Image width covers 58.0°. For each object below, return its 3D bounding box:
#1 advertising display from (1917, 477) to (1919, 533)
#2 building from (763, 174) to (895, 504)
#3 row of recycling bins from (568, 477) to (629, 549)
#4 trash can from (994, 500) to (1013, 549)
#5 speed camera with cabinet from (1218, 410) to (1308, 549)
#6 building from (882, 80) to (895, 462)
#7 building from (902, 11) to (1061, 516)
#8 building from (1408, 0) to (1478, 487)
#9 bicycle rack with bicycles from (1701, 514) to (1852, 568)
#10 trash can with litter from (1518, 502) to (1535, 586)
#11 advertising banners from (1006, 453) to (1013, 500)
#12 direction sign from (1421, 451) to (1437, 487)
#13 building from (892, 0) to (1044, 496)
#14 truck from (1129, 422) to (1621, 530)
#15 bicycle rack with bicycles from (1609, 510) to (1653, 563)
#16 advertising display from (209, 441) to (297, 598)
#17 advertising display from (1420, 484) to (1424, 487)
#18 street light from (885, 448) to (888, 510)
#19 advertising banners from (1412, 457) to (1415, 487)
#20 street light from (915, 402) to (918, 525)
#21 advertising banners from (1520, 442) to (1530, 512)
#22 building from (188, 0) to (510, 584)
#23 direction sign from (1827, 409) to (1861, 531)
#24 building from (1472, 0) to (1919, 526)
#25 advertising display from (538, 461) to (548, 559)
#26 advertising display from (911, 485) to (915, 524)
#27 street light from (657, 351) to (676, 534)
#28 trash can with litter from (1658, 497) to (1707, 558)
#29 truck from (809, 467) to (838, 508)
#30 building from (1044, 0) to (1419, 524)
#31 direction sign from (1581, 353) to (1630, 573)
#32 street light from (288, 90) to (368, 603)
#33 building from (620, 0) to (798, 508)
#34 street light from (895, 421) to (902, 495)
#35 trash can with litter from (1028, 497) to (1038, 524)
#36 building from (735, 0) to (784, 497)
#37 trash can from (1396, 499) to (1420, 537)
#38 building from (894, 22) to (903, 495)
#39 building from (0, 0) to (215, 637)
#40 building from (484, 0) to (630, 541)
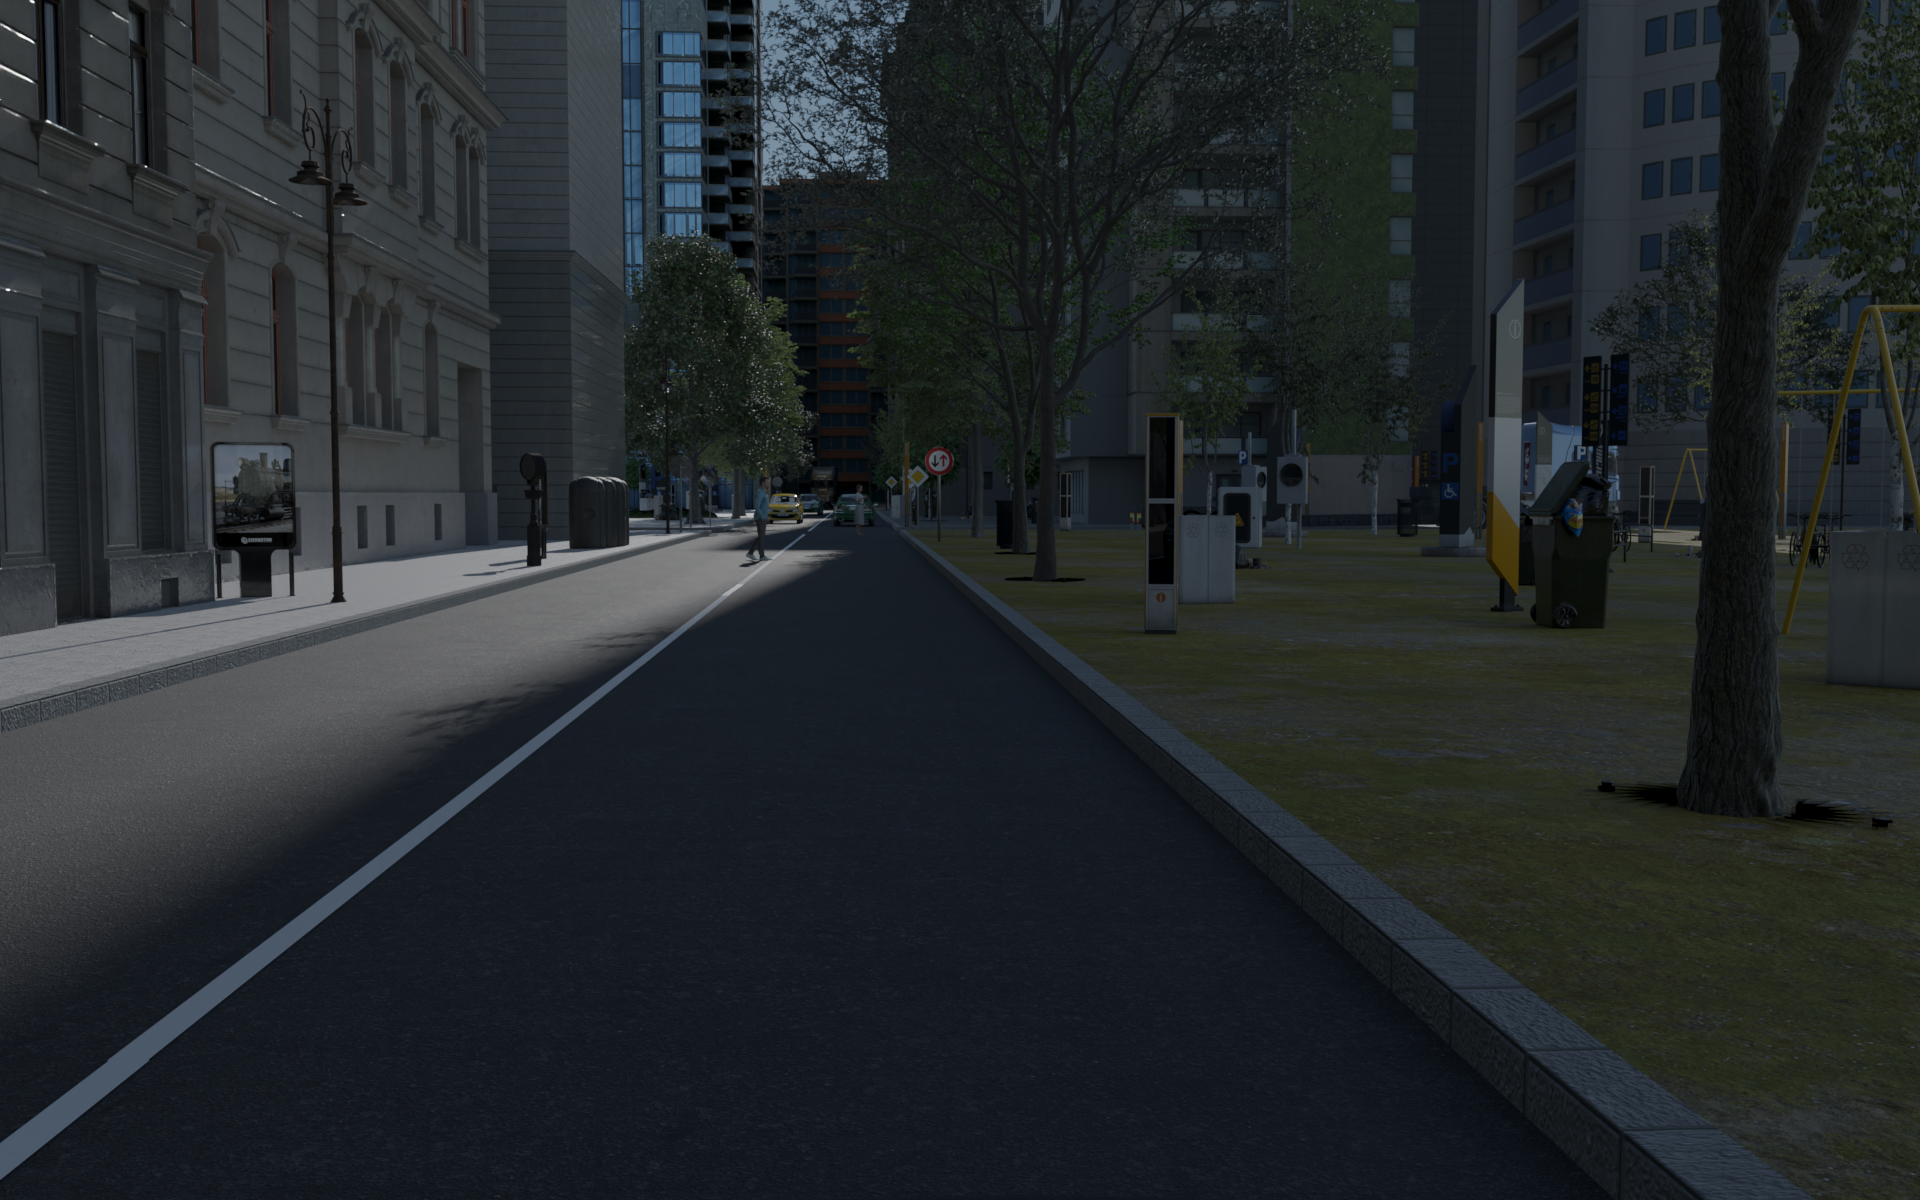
[{"bbox_3d":[26.974,-2.623,48.094,0.974,1.923,0.123,-1,4,-15],"label":"advertising display"},{"bbox_3d":[-16.731,-35.677,237.947,28.867,44.769,22.147,0,4,-3],"label":"building"},{"bbox_3d":[-8.726,-2.144,42.163,1.069,1.692,3.534,0,4,1],"label":"row of recycling bins"},{"bbox_3d":[1.158,-1.768,40.561,0.748,1.137,0.748,0,3,0],"label":"trash can"},{"bbox_3d":[7.127,-2.838,40.744,2.038,3.252,0.660,1,4,16],"label":"speed camera with cabinet"},{"bbox_3d":[5.094,-37.640,204.645,28.713,52.752,27.495,0,4,-3],"label":"building"},{"bbox_3d":[3.368,-20.570,108.014,14.160,30.474,14.107,0,4,-3],"label":"building"},{"bbox_3d":[55.256,-47.232,210.491,20.611,71.187,20.563,0,4,-3],"label":"building"},{"bbox_3d":[14.955,-1.112,31.559,2.852,0.926,2.925,3,5,44],"label":"bicycle rack with bicycles"},{"bbox_3d":[8.242,-0.789,24.293,1.055,1.170,0.624,2,4,32],"label":"trash can with litter"},{"bbox_3d":[2.312,-4.785,74.419,0.090,3.025,2.074,1,4,20],"label":"advertising banners"},{"bbox_3d":[24.572,-6.041,90.763,0.876,3.537,0.379,-1,4,-11],"label":"direction sign"},{"bbox_3d":[3.228,-45.362,179.921,20.563,71.187,20.611,0,4,-3],"label":"building"},{"bbox_3d":[15.799,-4.577,64.588,18.799,4.110,2.967,0,4,-5],"label":"truck"},{"bbox_3d":[11.067,-1.142,32.060,2.852,0.926,2.925,2,4,31],"label":"bicycle rack with bicycles"},{"bbox_3d":[-8.765,-0.996,21.504,0.974,1.923,0.123,-2,4,-32],"label":"advertising display"},{"bbox_3d":[30.921,-6.777,116.016,0.123,1.923,0.974,0,4,8],"label":"advertising display"},{"bbox_3d":[-6.074,-10.402,142.865,0.468,5.910,1.993,0,4,-3],"label":"street light"},{"bbox_3d":[21.768,-5.187,80.998,2.074,3.025,0.090,1,4,15],"label":"advertising banners"},{"bbox_3d":[-1.797,-6.025,71.302,0.468,5.910,1.993,0,4,-3],"label":"street light"},{"bbox_3d":[18.911,-3.825,58.729,0.090,3.025,2.074,0,4,-3],"label":"advertising banners"},{"bbox_3d":[-17.322,-14.950,31.826,14.401,28.519,23.554,0,4,-3],"label":"building"},{"bbox_3d":[23.577,-3.319,46.265,0.379,3.537,0.876,-3,4,-36],"label":"direction sign"},{"bbox_3d":[40.343,-32.799,78.259,28.212,58.520,21.231,0,4,-3],"label":"building"},{"bbox_3d":[-8.350,-1.801,34.664,0.123,1.923,0.974,-1,4,-17],"label":"advertising display"},{"bbox_3d":[-1.930,-4.189,73.711,0.123,1.923,0.974,-1,4,-13],"label":"advertising display"},{"bbox_3d":[-9.468,-5.088,55.973,0.468,5.910,1.993,0,4,-3],"label":"street light"},{"bbox_3d":[15.077,-1.483,35.313,1.678,1.210,2.233,2,4,26],"label":"trash can with litter"},{"bbox_3d":[-14.267,-11.823,182.226,2.839,4.237,11.283,0,4,-2],"label":"truck"},{"bbox_3d":[11.278,-24.031,76.509,14.086,41.232,14.154,0,4,-3],"label":"building"},{"bbox_3d":[10.530,-2.221,28.314,0.379,3.537,0.876,-2,4,-32],"label":"direction sign"},{"bbox_3d":[-7.382,-2.912,20.392,0.468,5.910,1.993,0,4,-3],"label":"street light"},{"bbox_3d":[-35.214,-54.517,204.031,31.000,86.520,22.319,0,4,-3],"label":"building"},{"bbox_3d":[-3.827,-8.229,107.333,0.468,5.910,1.993,0,4,-3],"label":"street light"},{"bbox_3d":[3.500,-3.877,74.781,1.055,1.170,0.624,-2,4,-24],"label":"trash can with litter"},{"bbox_3d":[-29.241,-45.514,182.410,20.563,71.187,20.611,0,4,-3],"label":"building"},{"bbox_3d":[13.418,-2.462,51.912,0.748,1.137,0.748,0,3,0],"label":"trash can"},{"bbox_3d":[0.890,-31.378,163.145,14.600,45.320,14.200,0,4,-3],"label":"building"},{"bbox_3d":[-13.075,-9.897,10.967,9.793,20.994,18.267,0,4,-3],"label":"building"},{"bbox_3d":[-25.700,-16.766,51.624,29.804,29.767,11.434,0,4,-3],"label":"building"}]
